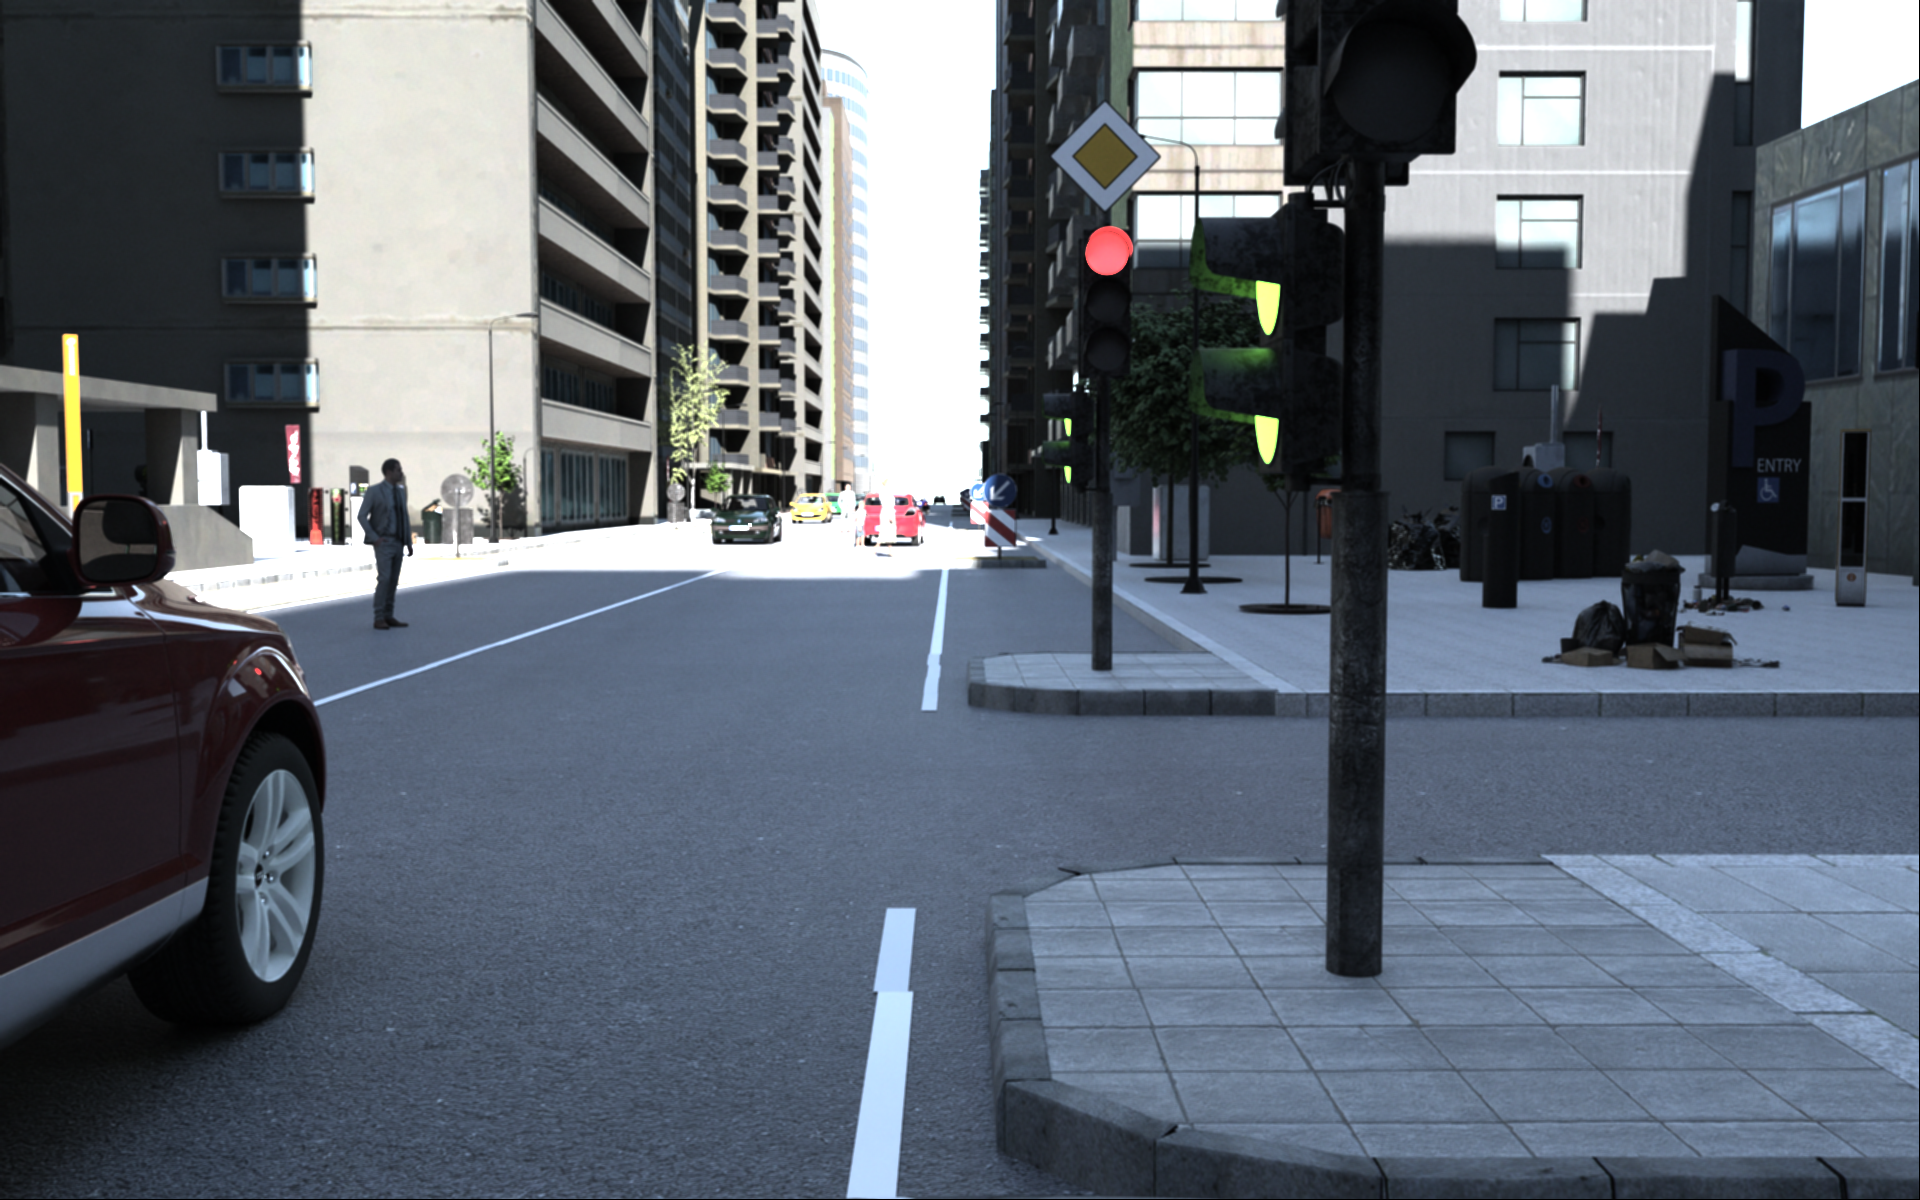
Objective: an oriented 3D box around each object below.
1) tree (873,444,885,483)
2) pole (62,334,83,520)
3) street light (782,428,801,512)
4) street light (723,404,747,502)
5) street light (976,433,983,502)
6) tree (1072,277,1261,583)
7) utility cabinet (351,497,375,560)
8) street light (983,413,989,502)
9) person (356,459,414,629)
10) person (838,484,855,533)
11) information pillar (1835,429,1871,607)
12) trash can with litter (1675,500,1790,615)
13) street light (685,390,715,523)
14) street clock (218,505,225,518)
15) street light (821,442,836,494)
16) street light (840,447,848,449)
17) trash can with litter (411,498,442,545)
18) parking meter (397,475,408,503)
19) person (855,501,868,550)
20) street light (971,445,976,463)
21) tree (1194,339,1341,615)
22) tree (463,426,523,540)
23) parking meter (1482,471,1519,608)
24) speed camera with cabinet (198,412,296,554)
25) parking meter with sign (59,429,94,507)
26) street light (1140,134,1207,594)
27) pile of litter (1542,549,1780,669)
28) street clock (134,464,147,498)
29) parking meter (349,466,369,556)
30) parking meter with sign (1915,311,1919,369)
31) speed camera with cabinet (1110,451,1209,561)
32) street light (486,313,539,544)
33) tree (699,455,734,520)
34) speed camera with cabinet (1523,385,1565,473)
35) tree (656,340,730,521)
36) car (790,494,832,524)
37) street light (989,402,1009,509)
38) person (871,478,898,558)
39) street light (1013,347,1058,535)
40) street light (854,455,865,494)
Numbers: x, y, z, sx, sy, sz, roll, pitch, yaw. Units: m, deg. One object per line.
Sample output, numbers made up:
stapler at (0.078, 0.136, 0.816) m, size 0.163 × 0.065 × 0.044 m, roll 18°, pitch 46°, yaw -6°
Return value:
tree at (-12.683, -18.173, 247.492) m, size 4.360 × 8.622 × 3.978 m, roll 0°, pitch 3°, yaw 0°
pole at (-11.388, -1.738, 22.259) m, size 0.158 × 3.312 × 0.155 m, roll 0°, pitch 3°, yaw 0°
street light at (-11.766, -9.087, 121.112) m, size 1.470 × 5.913 × 1.316 m, roll 0°, pitch 4°, yaw 0°
street light at (-11.601, -7.119, 88.931) m, size 1.470 × 5.913 × 1.316 m, roll 0°, pitch 4°, yaw 0°
street light at (2.179, -9.761, 132.137) m, size 1.470 × 5.913 × 1.316 m, roll 0°, pitch 4°, yaw 0°
tree at (3.454, -2.556, 25.499) m, size 4.285 × 4.588 × 4.351 m, roll 0°, pitch 3°, yaw 0°
utility cabinet at (-11.618, -1.419, 34.368) m, size 0.306 × 1.237 × 1.020 m, roll 1°, pitch 4°, yaw 17°
street light at (2.213, -7.747, 99.201) m, size 1.470 × 5.913 × 1.316 m, roll 0°, pitch 4°, yaw 0°
person at (-6.149, -0.612, 18.610) m, size 0.391 × 1.810 × 0.635 m, roll 1°, pitch 4°, yaw 16°
person at (-4.189, -3.395, 64.114) m, size 0.635 × 1.810 × 0.391 m, roll -1°, pitch 4°, yaw -16°
information pillar at (10.188, -0.934, 19.766) m, size 0.304 × 2.012 × 0.304 m, roll 2°, pitch 4°, yaw 25°
trash can with litter at (8.355, -0.507, 19.350) m, size 1.678 × 1.210 × 2.233 m, roll 2°, pitch 4°, yaw 32°
street light at (-11.585, -6.399, 77.161) m, size 1.470 × 5.913 × 1.316 m, roll 0°, pitch 4°, yaw 0°
street clock at (-16.319, -2.058, 38.214) m, size 0.471 × 2.002 × 0.358 m, roll 3°, pitch 5°, yaw 45°
street light at (-11.705, -11.054, 153.274) m, size 1.470 × 5.913 × 1.316 m, roll 0°, pitch 4°, yaw 0°
street light at (-11.890, -12.228, 172.469) m, size 1.470 × 5.913 × 1.316 m, roll 0°, pitch 4°, yaw 0°
trash can with litter at (-13.620, -1.989, 43.913) m, size 1.055 × 1.170 × 0.624 m, roll -1°, pitch 4°, yaw -11°
parking meter at (-14.934, -2.475, 46.177) m, size 0.399 × 1.863 × 0.255 m, roll -1°, pitch 4°, yaw -18°
person at (-2.544, -1.932, 44.765) m, size 0.332 × 1.250 × 0.352 m, roll -2°, pitch 4°, yaw -24°
street light at (1.999, -11.725, 164.244) m, size 1.470 × 5.913 × 1.316 m, roll 0°, pitch 4°, yaw 0°
tree at (3.651, -1.476, 18.737) m, size 1.663 × 3.219 × 1.824 m, roll 0°, pitch 3°, yaw 0°
tree at (-12.814, -3.301, 48.573) m, size 1.663 × 3.219 × 1.824 m, roll 0°, pitch 3°, yaw 0°
parking meter at (6.109, -0.682, 19.564) m, size 0.372 × 1.533 × 0.369 m, roll 0°, pitch 3°, yaw 0°
speed camera with cabinet at (-15.382, -2.615, 37.092) m, size 2.038 × 3.252 × 0.660 m, roll 0°, pitch 4°, yaw -4°
parking meter with sign at (-23.907, -3.033, 45.856) m, size 1.738 × 3.016 × 0.543 m, roll -2°, pitch 4°, yaw -30°
street light at (2.490, -3.043, 22.286) m, size 1.470 × 5.913 × 1.316 m, roll 0°, pitch 4°, yaw 0°
pile of litter at (5.326, 0.054, 13.090) m, size 1.719 × 0.858 × 1.176 m, roll 1°, pitch 4°, yaw 22°
street clock at (-19.777, -2.293, 42.060) m, size 0.358 × 2.002 × 0.471 m, roll 1°, pitch 4°, yaw 10°
parking meter at (-12.396, -1.839, 35.784) m, size 0.399 × 1.863 × 0.255 m, roll 3°, pitch 5°, yaw 44°
parking meter with sign at (9.800, -1.206, 15.974) m, size 0.543 × 3.016 × 1.738 m, roll -2°, pitch 4°, yaw -35°
speed camera with cabinet at (3.741, -2.385, 33.329) m, size 2.038 × 3.252 × 0.660 m, roll -1°, pitch 4°, yaw -9°
street light at (-11.483, -4.400, 44.482) m, size 1.470 × 5.913 × 1.316 m, roll 0°, pitch 4°, yaw 0°
tree at (-12.167, -5.603, 86.218) m, size 1.663 × 3.219 × 1.824 m, roll 0°, pitch 3°, yaw 0°
speed camera with cabinet at (10.603, -2.317, 32.225) m, size 0.660 × 3.252 × 2.038 m, roll 0°, pitch 4°, yaw -1°
tree at (-12.919, -8.067, 82.251) m, size 4.737 × 8.622 × 4.395 m, roll 0°, pitch 3°, yaw 0°
car at (-7.254, -4.560, 84.784) m, size 2.015 × 1.641 × 3.980 m, roll 0°, pitch 4°, yaw 1°
street light at (2.359, -7.043, 87.688) m, size 1.470 × 5.913 × 1.316 m, roll 0°, pitch 4°, yaw 0°
person at (-1.707, -1.851, 38.991) m, size 0.641 × 1.798 × 0.478 m, roll 1°, pitch 4°, yaw 22°
street light at (2.425, -5.031, 54.801) m, size 1.470 × 5.913 × 1.316 m, roll 0°, pitch 4°, yaw 0°
street light at (-11.979, -14.227, 205.144) m, size 1.470 × 5.913 × 1.316 m, roll 0°, pitch 4°, yaw 0°
